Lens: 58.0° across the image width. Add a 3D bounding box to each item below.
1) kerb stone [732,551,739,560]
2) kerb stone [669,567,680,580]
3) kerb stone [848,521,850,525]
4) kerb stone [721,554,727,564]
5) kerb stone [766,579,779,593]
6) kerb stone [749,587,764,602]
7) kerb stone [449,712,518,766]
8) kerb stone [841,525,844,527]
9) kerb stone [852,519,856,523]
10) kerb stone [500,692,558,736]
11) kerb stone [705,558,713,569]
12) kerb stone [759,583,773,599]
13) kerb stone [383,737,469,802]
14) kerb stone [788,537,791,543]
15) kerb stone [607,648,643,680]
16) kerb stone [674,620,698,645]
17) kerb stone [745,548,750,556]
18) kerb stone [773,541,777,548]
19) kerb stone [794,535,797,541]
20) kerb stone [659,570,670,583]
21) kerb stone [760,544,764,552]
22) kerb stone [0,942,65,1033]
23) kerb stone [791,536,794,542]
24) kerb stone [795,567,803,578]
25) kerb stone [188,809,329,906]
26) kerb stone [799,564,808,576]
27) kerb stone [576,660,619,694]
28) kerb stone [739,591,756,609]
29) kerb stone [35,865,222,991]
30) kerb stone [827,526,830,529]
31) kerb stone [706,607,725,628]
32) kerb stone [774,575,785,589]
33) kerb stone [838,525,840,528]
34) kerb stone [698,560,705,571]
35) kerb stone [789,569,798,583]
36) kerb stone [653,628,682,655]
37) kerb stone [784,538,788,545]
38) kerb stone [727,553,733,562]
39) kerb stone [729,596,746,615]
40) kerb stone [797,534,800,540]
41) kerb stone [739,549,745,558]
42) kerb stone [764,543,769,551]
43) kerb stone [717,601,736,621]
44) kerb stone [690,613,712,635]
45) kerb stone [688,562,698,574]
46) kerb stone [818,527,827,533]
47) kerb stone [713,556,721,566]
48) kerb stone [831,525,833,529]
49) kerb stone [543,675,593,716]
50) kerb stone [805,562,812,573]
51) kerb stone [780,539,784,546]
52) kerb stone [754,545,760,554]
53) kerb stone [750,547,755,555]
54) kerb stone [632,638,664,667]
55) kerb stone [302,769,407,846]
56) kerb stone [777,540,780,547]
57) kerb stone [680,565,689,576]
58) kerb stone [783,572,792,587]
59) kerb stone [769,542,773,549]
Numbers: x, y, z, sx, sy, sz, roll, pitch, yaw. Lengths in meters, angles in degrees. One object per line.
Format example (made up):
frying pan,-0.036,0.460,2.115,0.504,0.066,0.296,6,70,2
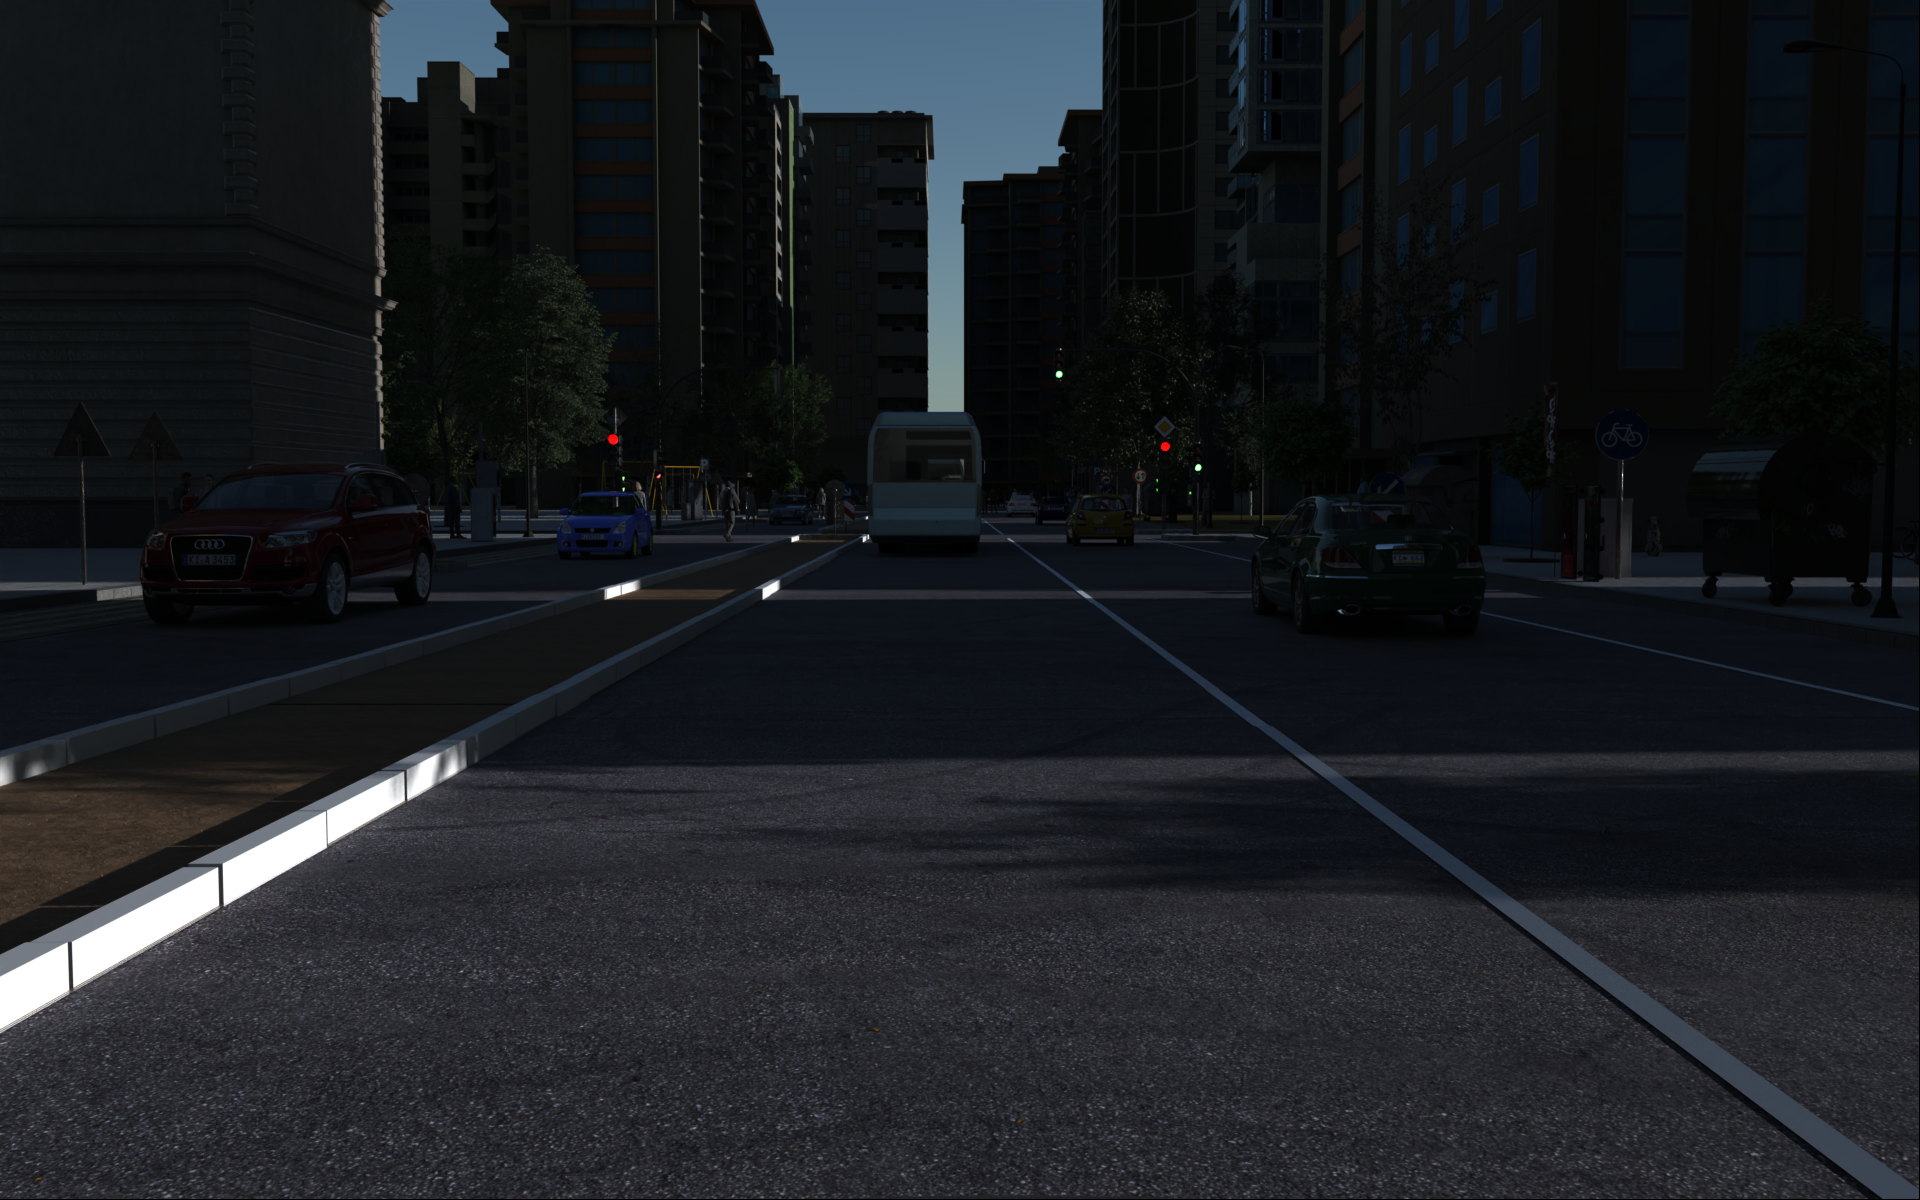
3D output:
kerb stone,-4.941,-0.923,37.289,0.120,0.150,1.000,0,4,0
kerb stone,-4.882,-0.421,29.081,0.120,0.150,1.000,0,4,0
kerb stone,-5.217,-3.463,78.825,0.120,0.150,1.000,0,4,0
kerb stone,-4.927,-0.798,35.239,0.120,0.150,1.000,0,4,0
kerb stone,-2.752,-0.167,24.950,0.120,0.150,1.000,0,4,0
kerb stone,-2.742,-0.041,22.897,0.120,0.150,1.000,0,4,0
kerb stone,-2.645,0.771,9.584,0.120,0.150,1.000,0,4,0
kerb stone,-5.191,-3.213,74.725,0.120,0.150,1.000,0,4,0
kerb stone,-5.262,-3.777,83.948,0.120,0.150,1.000,0,4,0
kerb stone,-2.655,0.708,10.613,0.120,0.150,1.000,0,4,0
kerb stone,-4.908,-0.672,33.190,0.120,0.150,1.000,0,4,0
kerb stone,-2.737,-0.105,23.928,0.120,0.150,1.000,0,4,0
kerb stone,-2.638,0.834,8.562,0.120,0.150,1.000,0,4,0
kerb stone,-5.011,-1.672,49.588,0.120,0.150,1.000,0,4,0
kerb stone,-2.676,0.521,13.684,0.120,0.150,1.000,0,4,0
kerb stone,-2.693,0.333,16.751,0.120,0.150,1.000,0,4,0
kerb stone,-4.948,-1.045,39.341,0.120,0.150,1.000,0,4,0
kerb stone,-4.993,-1.425,45.499,0.120,0.150,1.000,0,4,0
kerb stone,-5.035,-1.797,51.635,0.120,0.150,1.000,0,4,0
kerb stone,-4.875,-0.356,28.045,0.120,0.150,1.000,0,4,0
kerb stone,-4.969,-1.237,42.415,0.120,0.150,1.000,0,4,0
kerb stone,-2.610,1.085,4.462,0.120,0.150,1.000,0,4,0
kerb stone,-5.018,-1.738,50.612,0.120,0.150,1.000,0,4,0
kerb stone,-2.782,-0.417,29.050,0.120,0.150,1.000,0,4,0
kerb stone,-2.621,0.959,6.511,0.120,0.150,1.000,0,4,0
kerb stone,-2.786,-0.482,30.072,0.120,0.150,1.000,0,4,0
kerb stone,-2.670,0.583,12.662,0.120,0.150,1.000,0,4,0
kerb stone,-2.731,0.020,21.871,0.120,0.150,1.000,0,4,0
kerb stone,-2.618,1.028,5.485,0.120,0.150,1.000,0,4,0
kerb stone,-5.123,-2.647,65.480,0.120,0.150,1.000,0,4,0
kerb stone,-2.706,0.213,18.801,0.120,0.150,1.000,0,4,0
kerb stone,-2.763,-0.231,25.972,0.120,0.150,1.000,0,4,0
kerb stone,-5.171,-3.025,71.648,0.120,0.150,1.000,0,4,0
kerb stone,-4.905,-0.606,32.163,0.120,0.150,1.000,0,4,0
kerb stone,-2.769,-0.357,28.028,0.120,0.150,1.000,0,4,0
kerb stone,-2.686,0.396,15.729,0.120,0.150,1.000,0,4,0
kerb stone,-5.005,-1.613,48.566,0.120,0.150,1.000,0,4,0
kerb stone,-4.931,-0.853,36.262,0.120,0.150,1.000,0,4,0
kerb stone,-2.720,0.082,20.849,0.120,0.150,1.000,0,4,0
kerb stone,-5.041,-1.861,52.660,0.120,0.150,1.000,0,4,0
kerb stone,-4.941,-0.986,38.319,0.120,0.150,1.000,0,4,0
kerb stone,-4.974,-1.299,43.439,0.120,0.150,1.000,0,4,0
kerb stone,-2.714,0.148,19.823,0.120,0.150,1.000,0,4,0
kerb stone,-2.703,0.270,17.779,0.120,0.150,1.000,0,4,0
kerb stone,-4.892,-0.547,31.135,0.120,0.150,1.000,0,4,0
kerb stone,-5.127,-2.584,64.458,0.120,0.150,1.000,0,4,0
kerb stone,-4.907,-0.735,34.212,0.120,0.150,1.000,0,4,0
kerb stone,-5.142,-2.773,67.534,0.120,0.150,1.000,0,4,0
kerb stone,-2.651,0.646,11.639,0.120,0.150,1.000,0,4,0
kerb stone,-2.796,-0.544,31.094,0.120,0.150,1.000,0,4,0
kerb stone,-5.003,-1.550,47.544,0.120,0.150,1.000,0,4,0
kerb stone,-4.955,-1.171,41.394,0.120,0.150,1.000,0,4,0
kerb stone,-4.956,-1.108,40.363,0.120,0.150,1.000,0,4,0
kerb stone,-2.681,0.458,14.706,0.120,0.150,1.000,0,4,0
kerb stone,-2.633,0.899,7.533,0.120,0.150,1.000,0,4,0
kerb stone,-5.001,-1.484,46.521,0.120,0.150,1.000,0,4,0
kerb stone,-4.887,-0.484,30.113,0.120,0.150,1.000,0,4,0
kerb stone,-2.761,-0.293,26.994,0.120,0.150,1.000,0,4,0
kerb stone,-4.981,-1.363,44.473,0.120,0.150,1.000,0,4,0
